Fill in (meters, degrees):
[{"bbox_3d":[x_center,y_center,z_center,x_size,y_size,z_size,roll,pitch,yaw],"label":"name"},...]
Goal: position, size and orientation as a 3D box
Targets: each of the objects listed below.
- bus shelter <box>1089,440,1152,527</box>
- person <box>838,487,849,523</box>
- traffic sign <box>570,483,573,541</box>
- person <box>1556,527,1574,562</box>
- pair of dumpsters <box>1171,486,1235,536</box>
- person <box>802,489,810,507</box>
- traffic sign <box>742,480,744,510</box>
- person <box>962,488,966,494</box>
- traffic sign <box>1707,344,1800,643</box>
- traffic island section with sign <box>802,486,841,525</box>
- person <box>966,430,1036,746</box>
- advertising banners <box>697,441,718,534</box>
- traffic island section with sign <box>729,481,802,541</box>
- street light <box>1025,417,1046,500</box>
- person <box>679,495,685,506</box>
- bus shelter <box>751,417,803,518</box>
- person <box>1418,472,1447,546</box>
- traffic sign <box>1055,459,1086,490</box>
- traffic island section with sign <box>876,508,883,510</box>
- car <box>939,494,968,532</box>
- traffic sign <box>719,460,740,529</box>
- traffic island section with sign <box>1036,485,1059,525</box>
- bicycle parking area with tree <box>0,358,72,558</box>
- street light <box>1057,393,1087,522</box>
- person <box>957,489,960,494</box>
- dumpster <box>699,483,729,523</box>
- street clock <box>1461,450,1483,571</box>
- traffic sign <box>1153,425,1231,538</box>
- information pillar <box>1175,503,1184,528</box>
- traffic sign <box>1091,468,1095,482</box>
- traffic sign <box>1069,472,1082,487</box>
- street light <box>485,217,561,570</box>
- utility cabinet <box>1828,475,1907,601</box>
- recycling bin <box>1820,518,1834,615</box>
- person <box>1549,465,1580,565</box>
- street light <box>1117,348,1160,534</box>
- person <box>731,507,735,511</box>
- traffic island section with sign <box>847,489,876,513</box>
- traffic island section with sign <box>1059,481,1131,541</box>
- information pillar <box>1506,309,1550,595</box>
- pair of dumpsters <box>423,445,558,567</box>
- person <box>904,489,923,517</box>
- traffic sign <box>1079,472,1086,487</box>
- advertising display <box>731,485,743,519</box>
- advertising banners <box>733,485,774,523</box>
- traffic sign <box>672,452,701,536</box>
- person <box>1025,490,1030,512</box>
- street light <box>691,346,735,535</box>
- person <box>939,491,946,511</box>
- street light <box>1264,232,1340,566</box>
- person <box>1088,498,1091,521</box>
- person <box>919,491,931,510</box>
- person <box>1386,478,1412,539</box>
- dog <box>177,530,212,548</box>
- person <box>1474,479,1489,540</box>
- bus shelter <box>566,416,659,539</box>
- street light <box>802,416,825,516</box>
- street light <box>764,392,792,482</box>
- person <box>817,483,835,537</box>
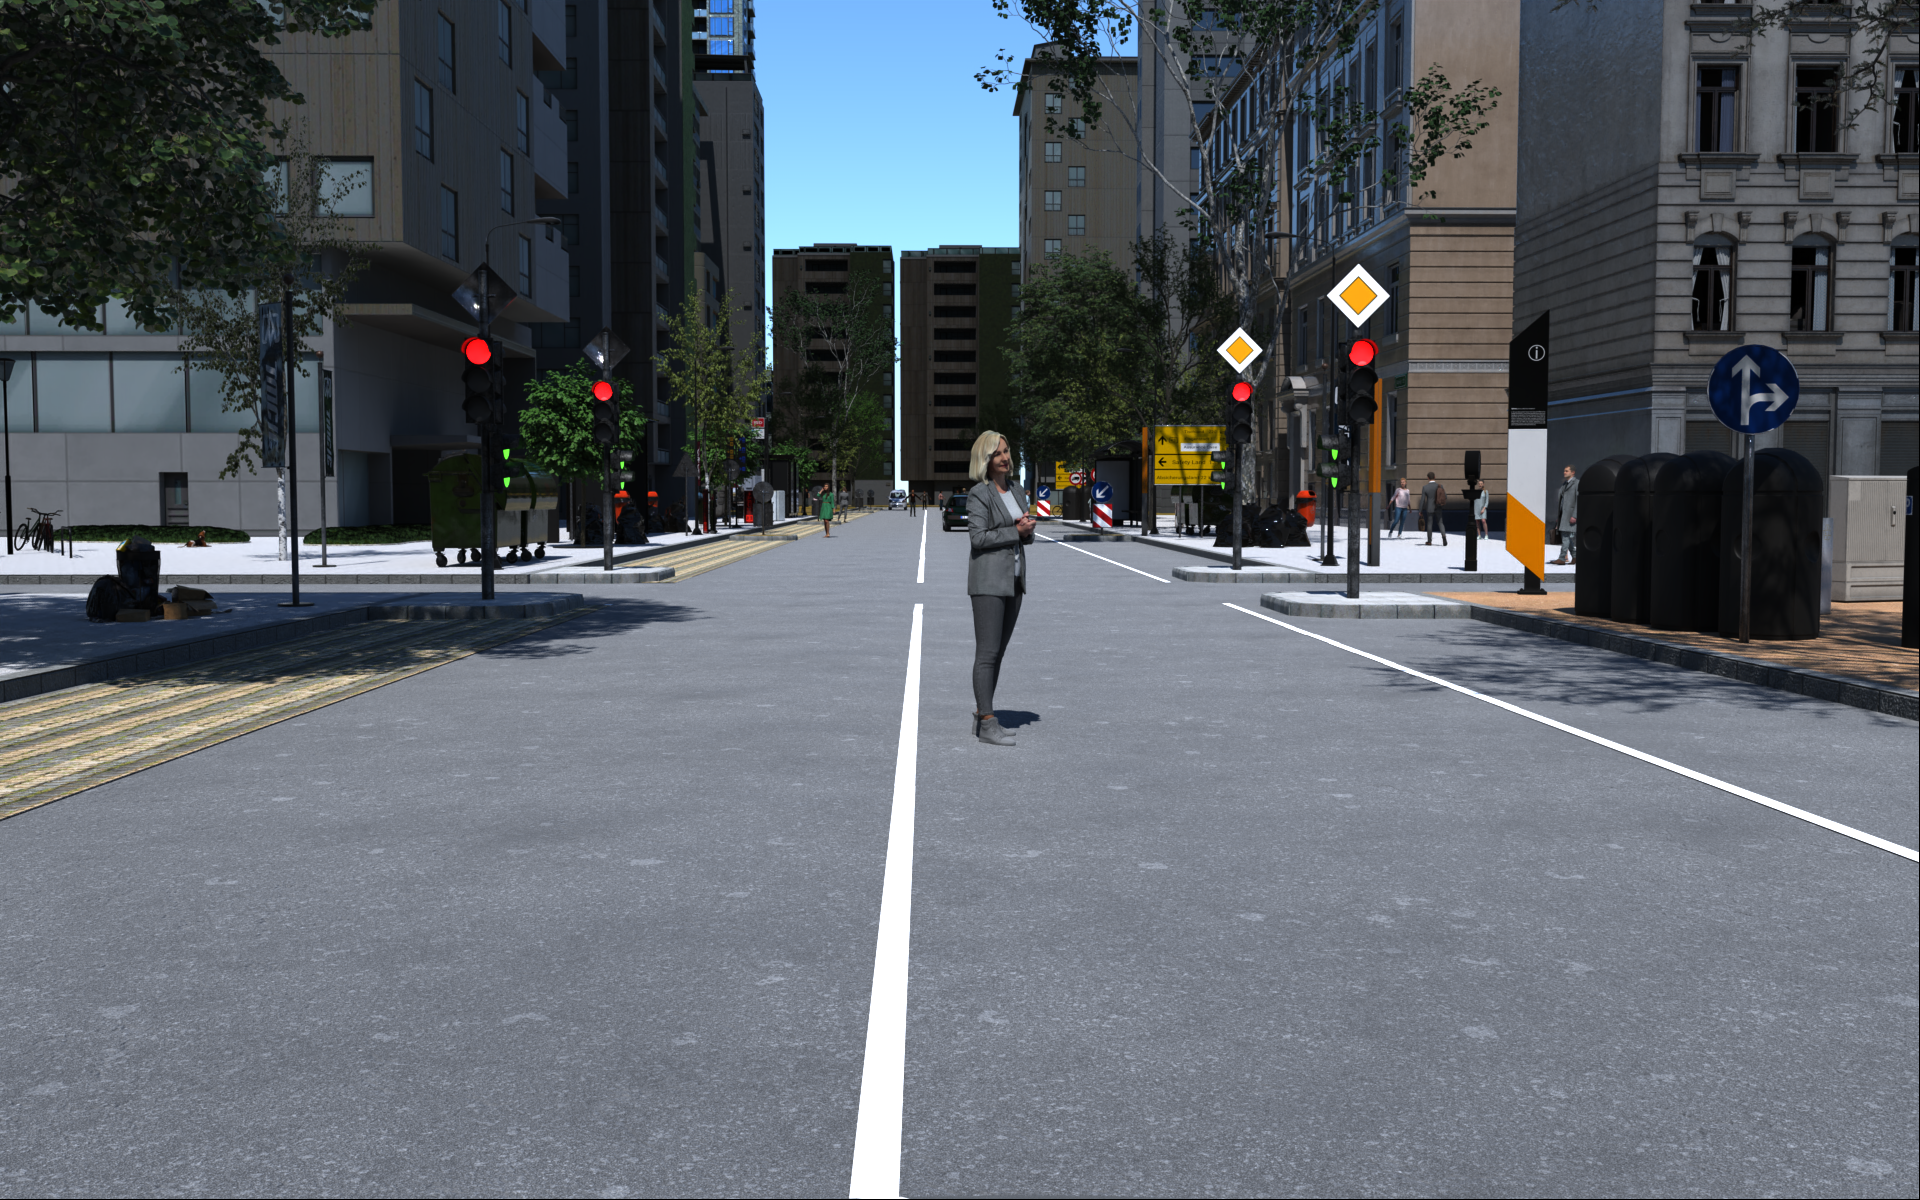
[{"bbox_3d":[6.278,-4.502,67.533,2.014,3.302,5.546,0,4,-1],"label":"bus shelter"},{"bbox_3d":[-5.846,-4.765,86.689,0.520,1.790,0.573,-2,4,-26],"label":"person"},{"bbox_3d":[-10.667,-2.906,47.516,0.884,2.594,0.081,0,4,7],"label":"traffic sign"},{"bbox_3d":[11.425,-1.316,32.582,0.505,1.210,0.382,-2,4,-31],"label":"person"},{"bbox_3d":[7.694,-3.169,54.312,1.574,2.255,4.437,0,4,-1],"label":"pair of dumpsters"},{"bbox_3d":[-15.116,-10.062,170.576,0.705,1.822,1.348,-2,4,-34],"label":"person"},{"bbox_3d":[-11.028,-5.405,88.481,0.768,2.556,0.104,0,4,7],"label":"traffic sign"},{"bbox_3d":[0.222,-5.529,99.328,0.576,1.772,0.534,2,4,29],"label":"person"},{"bbox_3d":[6.762,-0.902,14.859,0.768,2.556,0.104,0,4,4],"label":"traffic sign"},{"bbox_3d":[-6.589,-4.442,81.260,1.989,1.847,2.006,0,4,-1],"label":"traffic island section with sign"},{"bbox_3d":[0.274,-0.089,10.136,0.537,1.800,0.526,-3,5,-43],"label":"person"},{"bbox_3d":[-8.289,-3.686,56.461,0.090,3.025,2.074,-2,4,-26],"label":"advertising banners"},{"bbox_3d":[-6.069,-2.758,53.724,1.989,1.847,2.006,0,4,-1],"label":"traffic island section with sign"},{"bbox_3d":[4.603,-8.051,104.179,1.470,5.913,1.316,0,4,-1],"label":"street light"},{"bbox_3d":[-13.566,-4.527,84.734,0.362,1.253,0.373,-1,4,-20],"label":"person"},{"bbox_3d":[-9.851,-7.059,93.044,2.179,5.291,8.768,0,4,-1],"label":"bus shelter"},{"bbox_3d":[11.725,-2.256,42.897,0.622,1.834,0.822,0,4,-6],"label":"person"},{"bbox_3d":[6.682,-6.558,101.091,2.265,3.308,0.079,0,4,8],"label":"traffic sign"},{"bbox_3d":[-8.056,-9.128,157.864,1.989,1.847,2.006,0,4,-1],"label":"traffic island section with sign"},{"bbox_3d":[0.211,-3.512,67.207,2.009,1.686,4.222,0,4,-2],"label":"car"},{"bbox_3d":[-8.554,-3.927,64.314,0.768,2.556,0.104,0,4,1],"label":"traffic sign"},{"bbox_3d":[3.737,-4.418,80.860,1.989,1.847,2.006,0,4,-1],"label":"traffic island section with sign"},{"bbox_3d":[-22.417,-2.962,35.433,8.231,4.147,9.016,-1,4,-19],"label":"bicycle parking area with tree"},{"bbox_3d":[5.135,-6.558,79.769,1.470,5.913,1.316,0,4,-1],"label":"street light"},{"bbox_3d":[-0.198,-6.512,115.693,0.721,1.735,1.217,1,4,17],"label":"person"},{"bbox_3d":[-11.068,-4.422,78.055,1.264,1.857,1.865,0,4,-1],"label":"dumpster"},{"bbox_3d":[8.511,-1.482,28.796,0.358,2.002,0.471,1,4,21],"label":"street clock"},{"bbox_3d":[6.806,-3.490,50.933,2.265,3.308,0.079,0,4,0],"label":"traffic sign"},{"bbox_3d":[8.243,-3.696,64.926,0.304,2.012,0.304,1,4,19],"label":"information pillar"},{"bbox_3d":[6.432,-4.897,80.174,0.768,2.556,0.104,1,4,9],"label":"traffic sign"},{"bbox_3d":[6.643,-6.083,99.556,0.768,2.556,0.104,0,4,6],"label":"traffic sign"},{"bbox_3d":[-7.388,-3.465,29.199,1.470,5.913,1.316,0,4,-1],"label":"street light"},{"bbox_3d":[10.928,-0.732,20.641,1.173,1.500,0.318,-1,4,-18],"label":"utility cabinet"},{"bbox_3d":[8.817,-0.366,18.532,0.722,1.027,0.722,-3,4,-38],"label":"recycling bin"},{"bbox_3d":[10.960,-1.539,31.301,0.767,1.812,0.694,-1,4,-13],"label":"person"},{"bbox_3d":[5.693,-5.065,55.359,1.470,5.913,1.316,0,4,-1],"label":"street light"},{"bbox_3d":[-17.517,-7.746,133.216,0.617,1.759,0.750,-2,4,-35],"label":"person"},{"bbox_3d":[-7.530,-7.476,130.866,1.989,1.847,2.006,0,4,-1],"label":"traffic island section with sign"},{"bbox_3d":[4.245,-2.770,53.910,1.989,1.847,2.006,0,4,-1],"label":"traffic island section with sign"},{"bbox_3d":[7.231,-1.877,22.040,0.504,3.616,0.183,1,4,10],"label":"information pillar"},{"bbox_3d":[-8.706,-1.821,32.268,1.574,2.255,4.437,0,4,-1],"label":"pair of dumpsters"},{"bbox_3d":[-2.981,-6.154,109.945,1.217,1.723,0.721,-1,4,-9],"label":"person"},{"bbox_3d":[7.046,-6.113,100.056,0.768,2.556,0.104,0,4,7],"label":"traffic sign"},{"bbox_3d":[-11.537,-5.230,90.721,0.974,1.923,0.123,-3,5,-39],"label":"advertising display"},{"bbox_3d":[-9.206,-4.877,75.924,2.074,3.025,0.090,0,4,4],"label":"advertising banners"},{"bbox_3d":[-8.361,-3.236,52.915,0.884,2.594,0.081,0,4,4],"label":"traffic sign"},{"bbox_3d":[2.820,-3.808,72.577,0.330,1.601,0.589,0,4,6],"label":"person"},{"bbox_3d":[-7.781,-5.020,54.616,1.470,5.913,1.316,0,4,-1],"label":"street light"},{"bbox_3d":[-1.560,-8.670,150.963,0.721,1.736,1.217,2,4,27],"label":"person"},{"bbox_3d":[6.083,-3.565,30.821,1.470,5.913,1.316,0,4,-1],"label":"street light"},{"bbox_3d":[6.349,-4.446,83.018,0.425,1.301,0.394,0,4,7],"label":"person"},{"bbox_3d":[-3.187,-8.932,155.255,1.217,1.735,0.721,0,4,8],"label":"person"},{"bbox_3d":[12.401,-2.601,49.240,0.731,1.740,0.598,-2,4,-29],"label":"person"},{"bbox_3d":[-18.512,-1.476,41.867,0.748,0.427,0.550,-1,4,-18],"label":"dog"},{"bbox_3d":[14.673,-2.554,48.806,0.512,1.701,0.522,2,4,30],"label":"person"},{"bbox_3d":[-10.362,-3.714,52.012,1.731,3.624,6.357,0,4,-1],"label":"bus shelter"},{"bbox_3d":[-8.748,-8.007,103.455,1.470,5.913,1.316,0,4,-1],"label":"street light"},{"bbox_3d":[-8.350,-6.514,79.043,1.470,5.913,1.316,0,4,-1],"label":"street light"},{"bbox_3d":[-4.383,-2.961,57.165,0.600,1.795,0.529,1,4,9],"label":"person"}]
